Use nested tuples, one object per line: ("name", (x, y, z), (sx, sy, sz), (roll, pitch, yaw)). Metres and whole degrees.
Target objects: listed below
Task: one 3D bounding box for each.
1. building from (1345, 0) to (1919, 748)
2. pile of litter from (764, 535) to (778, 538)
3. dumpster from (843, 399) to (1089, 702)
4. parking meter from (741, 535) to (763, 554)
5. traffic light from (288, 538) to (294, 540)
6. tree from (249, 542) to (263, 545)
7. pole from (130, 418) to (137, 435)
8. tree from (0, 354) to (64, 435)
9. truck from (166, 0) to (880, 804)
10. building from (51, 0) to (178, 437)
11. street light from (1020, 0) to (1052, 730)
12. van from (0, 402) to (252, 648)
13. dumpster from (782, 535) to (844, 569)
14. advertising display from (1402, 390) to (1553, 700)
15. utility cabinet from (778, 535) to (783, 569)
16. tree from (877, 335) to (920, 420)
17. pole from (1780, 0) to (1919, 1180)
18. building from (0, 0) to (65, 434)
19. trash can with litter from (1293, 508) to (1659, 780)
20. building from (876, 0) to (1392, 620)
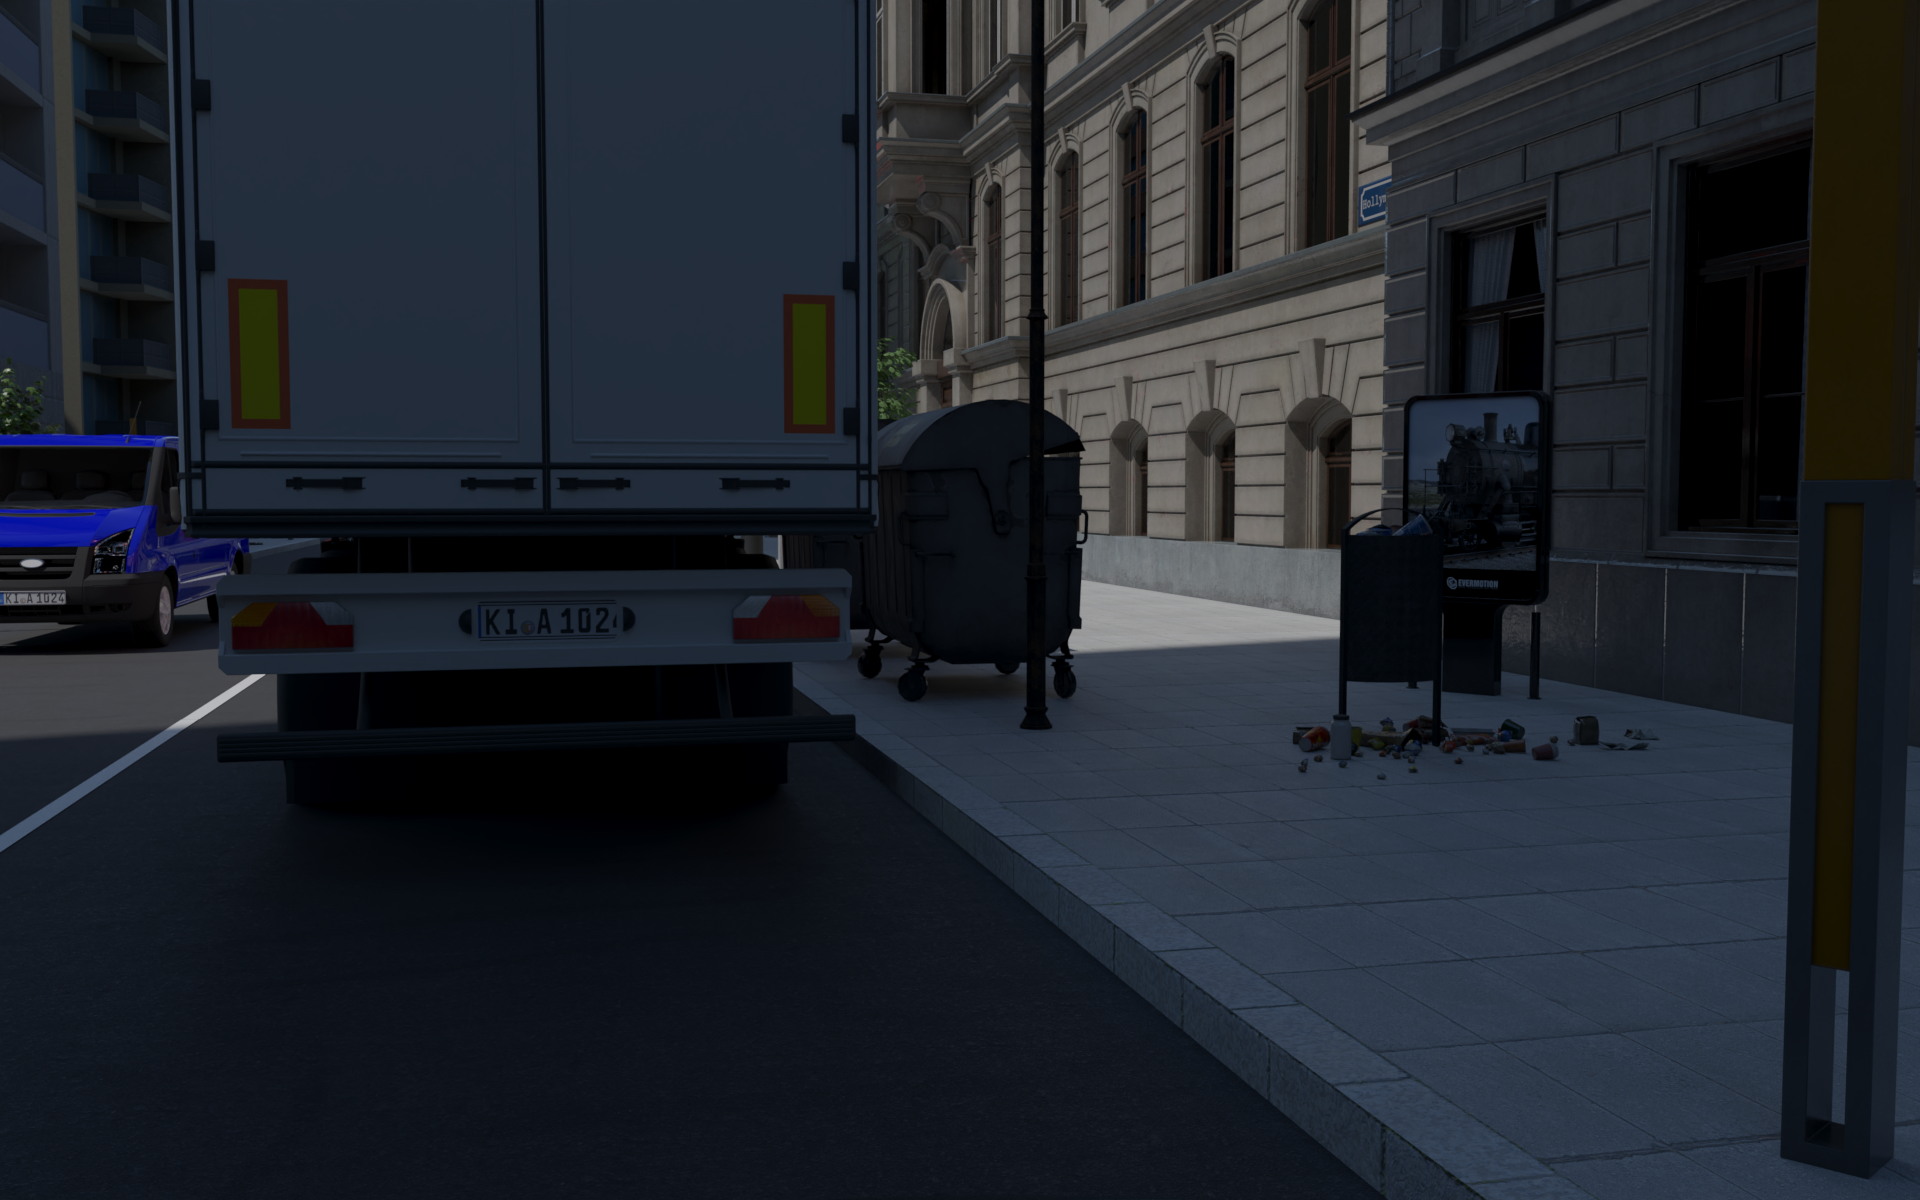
("building", (10.121, -8.674, 6.451), (10.561, 19.102, 19.286), (-1, 4, -14))
("pile of litter", (-4.899, -2.287, 51.357), (1.719, 0.858, 1.176), (1, 4, 9))
("dumpster", (0.037, -0.348, 11.447), (1.264, 1.857, 1.865), (-1, 4, -14))
("parking meter", (-3.427, -1.231, 28.532), (0.372, 1.533, 0.369), (0, 3, 0))
("traffic light", (-18.724, -3.637, 48.385), (0.839, 4.253, 0.868), (-1, 4, -14))
("tree", (-18.015, -2.995, 43.564), (1.663, 3.219, 1.824), (0, 3, 0))
("pole", (-22.281, -3.236, 46.757), (0.158, 3.312, 0.155), (0, 3, 0))
("tree", (-13.089, -1.806, 24.134), (1.663, 3.219, 1.824), (0, 3, 0))
("truck", (-2.832, -1.382, 11.517), (2.839, 4.237, 11.283), (-1, 4, -14))
("building", (-40.670, -25.420, 70.249), (22.147, 44.769, 28.867), (-1, 4, -14))
("street light", (0.417, -2.234, 9.320), (0.468, 5.910, 1.993), (-1, 4, -14))
("van", (-8.733, -0.816, 17.719), (2.240, 2.365, 5.245), (-1, 4, -13))
("dumpster", (-0.782, -0.515, 14.179), (1.264, 1.857, 1.865), (-1, 4, -14))
("advertising display", (3.290, -0.359, 11.089), (0.974, 1.923, 0.123), (3, 5, 44))
("utility cabinet", (-1.353, -0.410, 17.861), (1.020, 1.237, 0.306), (-1, 4, -10))
("tree", (-2.328, -2.546, 25.341), (4.285, 4.588, 4.351), (0, 3, 0))
("pole", (1.695, -0.575, 3.246), (0.158, 3.312, 0.155), (0, 3, 0))
("building", (-32.887, -29.853, 30.093), (28.212, 58.520, 21.231), (-1, 4, -14))
("trash can with litter", (2.575, 0.145, 8.680), (2.233, 1.210, 1.678), (-1, 4, -9))
("building", (5.184, -13.084, 33.000), (14.460, 24.649, 34.723), (-1, 4, -14))
